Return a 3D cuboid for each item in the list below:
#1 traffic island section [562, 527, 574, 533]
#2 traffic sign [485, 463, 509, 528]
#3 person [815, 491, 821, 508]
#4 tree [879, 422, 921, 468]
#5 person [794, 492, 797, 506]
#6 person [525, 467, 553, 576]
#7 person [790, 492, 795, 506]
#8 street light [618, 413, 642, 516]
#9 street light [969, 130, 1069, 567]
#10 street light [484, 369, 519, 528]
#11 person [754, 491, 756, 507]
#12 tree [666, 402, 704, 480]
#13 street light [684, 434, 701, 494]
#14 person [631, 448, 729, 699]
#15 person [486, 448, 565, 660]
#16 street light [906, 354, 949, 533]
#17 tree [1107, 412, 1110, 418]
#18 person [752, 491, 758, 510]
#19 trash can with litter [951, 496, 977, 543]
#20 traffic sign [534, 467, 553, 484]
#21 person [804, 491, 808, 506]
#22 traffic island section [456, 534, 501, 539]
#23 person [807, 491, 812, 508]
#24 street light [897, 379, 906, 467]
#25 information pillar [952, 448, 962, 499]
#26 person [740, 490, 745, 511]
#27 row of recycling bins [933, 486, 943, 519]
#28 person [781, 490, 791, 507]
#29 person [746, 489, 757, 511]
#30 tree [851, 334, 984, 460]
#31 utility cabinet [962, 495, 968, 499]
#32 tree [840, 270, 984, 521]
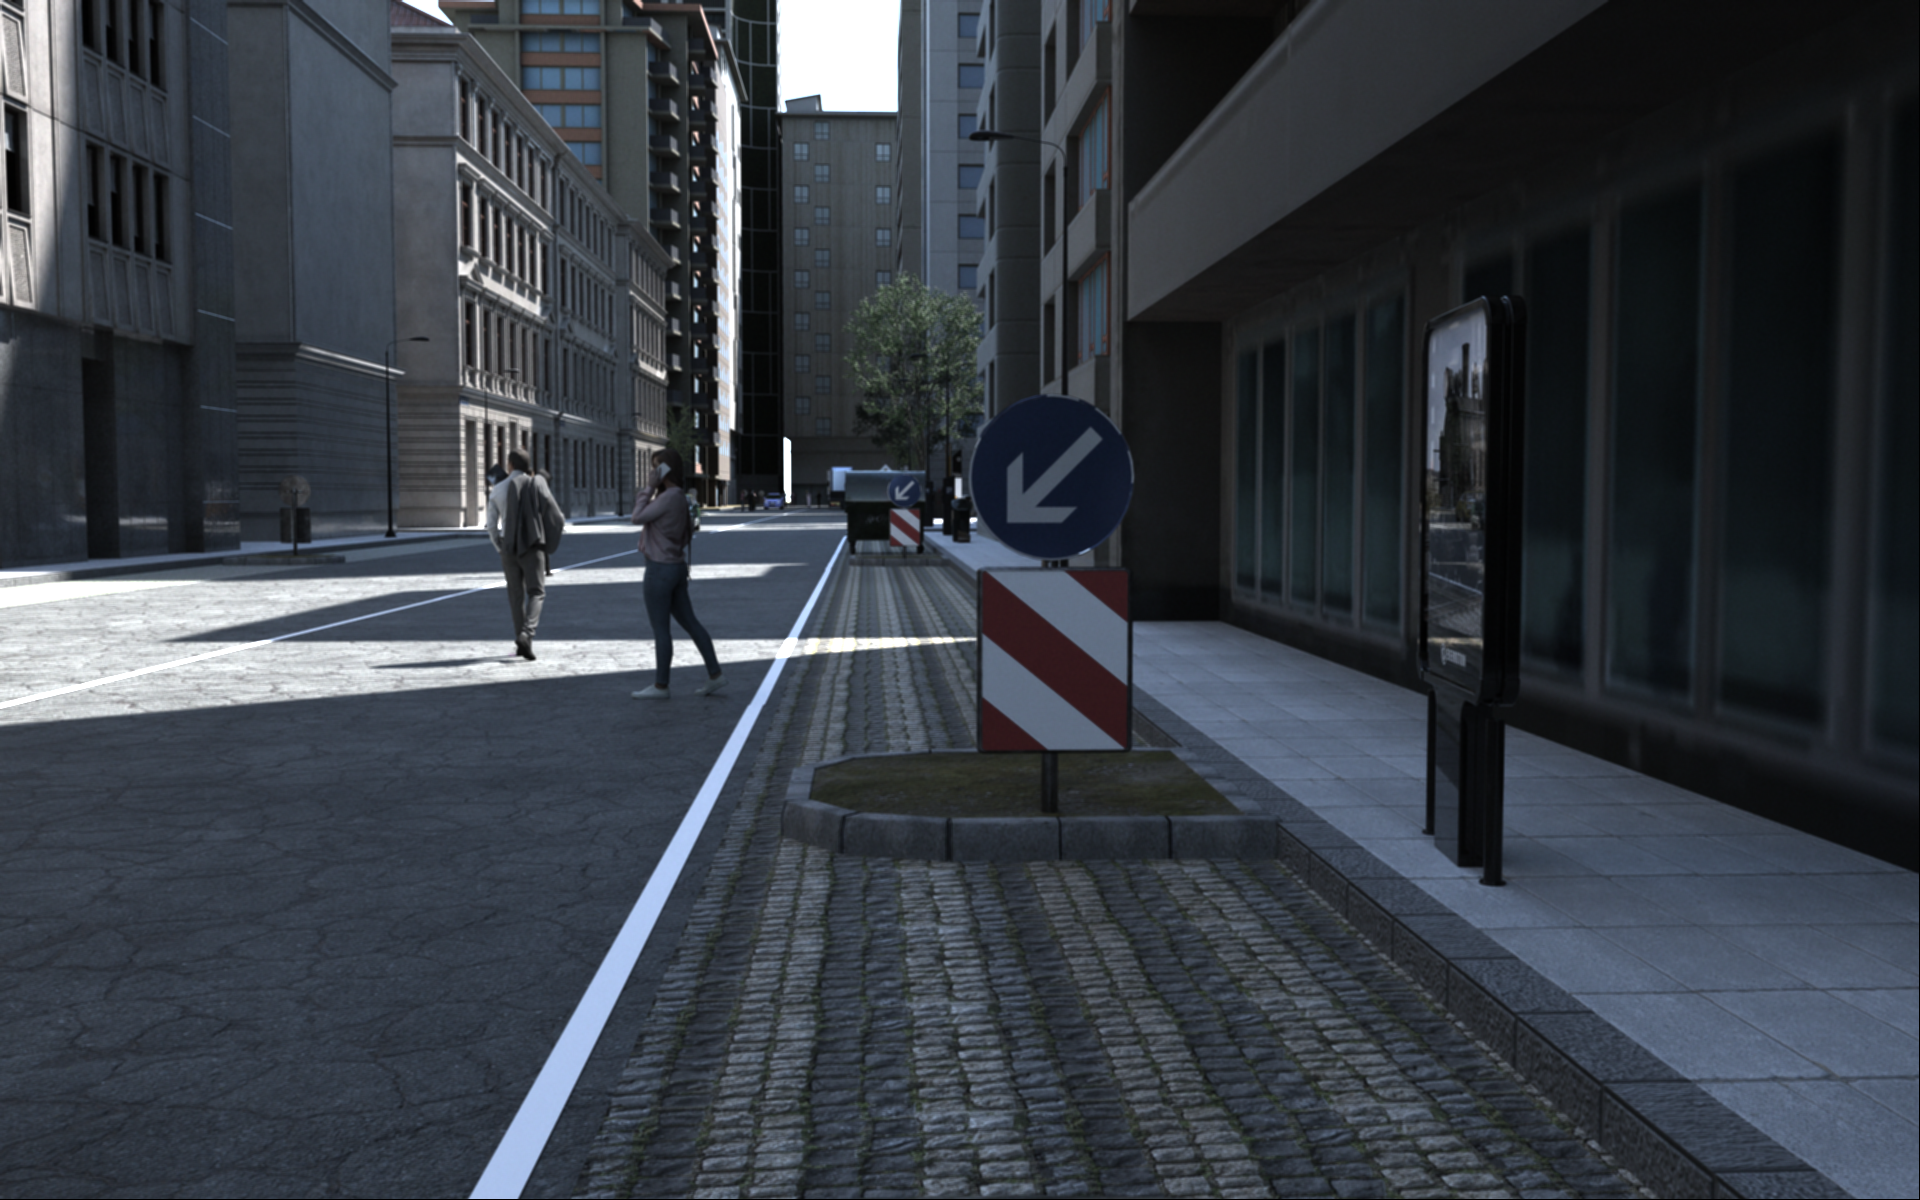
[{"bbox_3d":[-15.635,-2.604,64.856,2.009,0.180,2.903,0,4,-3],"label":"traffic island section"},{"bbox_3d":[-15.189,-3.253,56.821,0.795,2.450,0.064,0,4,-3],"label":"traffic sign"},{"bbox_3d":[-14.485,-10.267,176.881,0.721,1.766,1.217,2,4,28],"label":"person"},{"bbox_3d":[-4.723,-11.916,145.185,4.737,8.622,4.395,0,3,0],"label":"tree"},{"bbox_3d":[-20.679,-12.663,217.011,0.415,1.643,0.593,-1,4,-8],"label":"person"},{"bbox_3d":[-7.441,-1.364,30.172,0.648,1.900,0.474,-1,4,-11],"label":"person"},{"bbox_3d":[-19.449,-11.707,200.822,0.541,1.710,0.530,0,4,1],"label":"person"},{"bbox_3d":[-18.923,-7.752,99.293,1.470,5.913,1.316,0,4,-3],"label":"street light"},{"bbox_3d":[0.814,-3.044,22.313,1.470,5.913,1.316,0,4,-3],"label":"street light"},{"bbox_3d":[-17.085,-5.627,64.535,1.470,5.913,1.316,0,4,-3],"label":"street light"},{"bbox_3d":[-20.802,-10.185,175.735,0.721,1.736,1.217,-2,4,-27],"label":"person"},{"bbox_3d":[-22.413,-11.451,137.582,4.737,8.622,4.395,0,3,0],"label":"tree"},{"bbox_3d":[-20.773,-9.885,134.167,1.470,5.913,1.316,0,4,-3],"label":"street light"},{"bbox_3d":[-1.978,-0.189,12.183,0.643,1.750,0.593,0,4,7],"label":"person"},{"bbox_3d":[-3.790,-0.400,15.136,0.679,1.850,0.850,0,4,-4],"label":"person"},{"bbox_3d":[-0.953,-5.197,57.504,1.470,5.913,1.316,0,4,-3],"label":"street light"},{"bbox_3d":[2.772,-1.724,22.795,1.663,3.219,1.824,0,3,0],"label":"tree"},{"bbox_3d":[-18.009,-8.679,151.127,0.721,1.736,1.217,2,4,30],"label":"person"},{"bbox_3d":[0.113,-2.125,46.132,0.624,1.170,1.055,-1,4,-10],"label":"trash can with litter"},{"bbox_3d":[-15.612,-3.740,64.795,0.795,2.450,0.064,0,4,-3],"label":"traffic sign"},{"bbox_3d":[-18.197,-12.047,205.550,0.705,1.814,1.350,-2,4,-25],"label":"person"},{"bbox_3d":[-15.212,-2.116,56.882,2.009,0.180,2.903,0,4,-3],"label":"traffic island section"},{"bbox_3d":[-15.103,-10.061,173.663,0.551,1.740,0.621,0,4,7],"label":"person"},{"bbox_3d":[-1.818,-5.955,69.903,1.470,5.913,1.316,0,4,-3],"label":"street light"},{"bbox_3d":[-0.139,-5.967,88.919,0.504,3.616,0.183,0,4,-6],"label":"information pillar"},{"bbox_3d":[-18.012,-8.169,142.781,0.721,1.743,1.217,0,4,-6],"label":"person"},{"bbox_3d":[-0.962,-5.139,91.133,1.069,1.692,3.534,-2,4,-26],"label":"row of recycling bins"},{"bbox_3d":[-18.678,-10.781,184.749,1.348,1.826,0.705,-2,4,-26],"label":"person"},{"bbox_3d":[-17.525,-8.360,145.212,1.348,1.821,0.705,3,4,38],"label":"person"},{"bbox_3d":[-2.365,-10.091,99.401,8.767,10.594,7.601,1,4,10],"label":"tree"},{"bbox_3d":[-0.008,-5.504,101.147,1.020,1.237,0.306,-1,4,-19],"label":"utility cabinet"},{"bbox_3d":[-1.882,-9.541,81.745,9.928,11.665,9.643,0,3,0],"label":"tree"}]
